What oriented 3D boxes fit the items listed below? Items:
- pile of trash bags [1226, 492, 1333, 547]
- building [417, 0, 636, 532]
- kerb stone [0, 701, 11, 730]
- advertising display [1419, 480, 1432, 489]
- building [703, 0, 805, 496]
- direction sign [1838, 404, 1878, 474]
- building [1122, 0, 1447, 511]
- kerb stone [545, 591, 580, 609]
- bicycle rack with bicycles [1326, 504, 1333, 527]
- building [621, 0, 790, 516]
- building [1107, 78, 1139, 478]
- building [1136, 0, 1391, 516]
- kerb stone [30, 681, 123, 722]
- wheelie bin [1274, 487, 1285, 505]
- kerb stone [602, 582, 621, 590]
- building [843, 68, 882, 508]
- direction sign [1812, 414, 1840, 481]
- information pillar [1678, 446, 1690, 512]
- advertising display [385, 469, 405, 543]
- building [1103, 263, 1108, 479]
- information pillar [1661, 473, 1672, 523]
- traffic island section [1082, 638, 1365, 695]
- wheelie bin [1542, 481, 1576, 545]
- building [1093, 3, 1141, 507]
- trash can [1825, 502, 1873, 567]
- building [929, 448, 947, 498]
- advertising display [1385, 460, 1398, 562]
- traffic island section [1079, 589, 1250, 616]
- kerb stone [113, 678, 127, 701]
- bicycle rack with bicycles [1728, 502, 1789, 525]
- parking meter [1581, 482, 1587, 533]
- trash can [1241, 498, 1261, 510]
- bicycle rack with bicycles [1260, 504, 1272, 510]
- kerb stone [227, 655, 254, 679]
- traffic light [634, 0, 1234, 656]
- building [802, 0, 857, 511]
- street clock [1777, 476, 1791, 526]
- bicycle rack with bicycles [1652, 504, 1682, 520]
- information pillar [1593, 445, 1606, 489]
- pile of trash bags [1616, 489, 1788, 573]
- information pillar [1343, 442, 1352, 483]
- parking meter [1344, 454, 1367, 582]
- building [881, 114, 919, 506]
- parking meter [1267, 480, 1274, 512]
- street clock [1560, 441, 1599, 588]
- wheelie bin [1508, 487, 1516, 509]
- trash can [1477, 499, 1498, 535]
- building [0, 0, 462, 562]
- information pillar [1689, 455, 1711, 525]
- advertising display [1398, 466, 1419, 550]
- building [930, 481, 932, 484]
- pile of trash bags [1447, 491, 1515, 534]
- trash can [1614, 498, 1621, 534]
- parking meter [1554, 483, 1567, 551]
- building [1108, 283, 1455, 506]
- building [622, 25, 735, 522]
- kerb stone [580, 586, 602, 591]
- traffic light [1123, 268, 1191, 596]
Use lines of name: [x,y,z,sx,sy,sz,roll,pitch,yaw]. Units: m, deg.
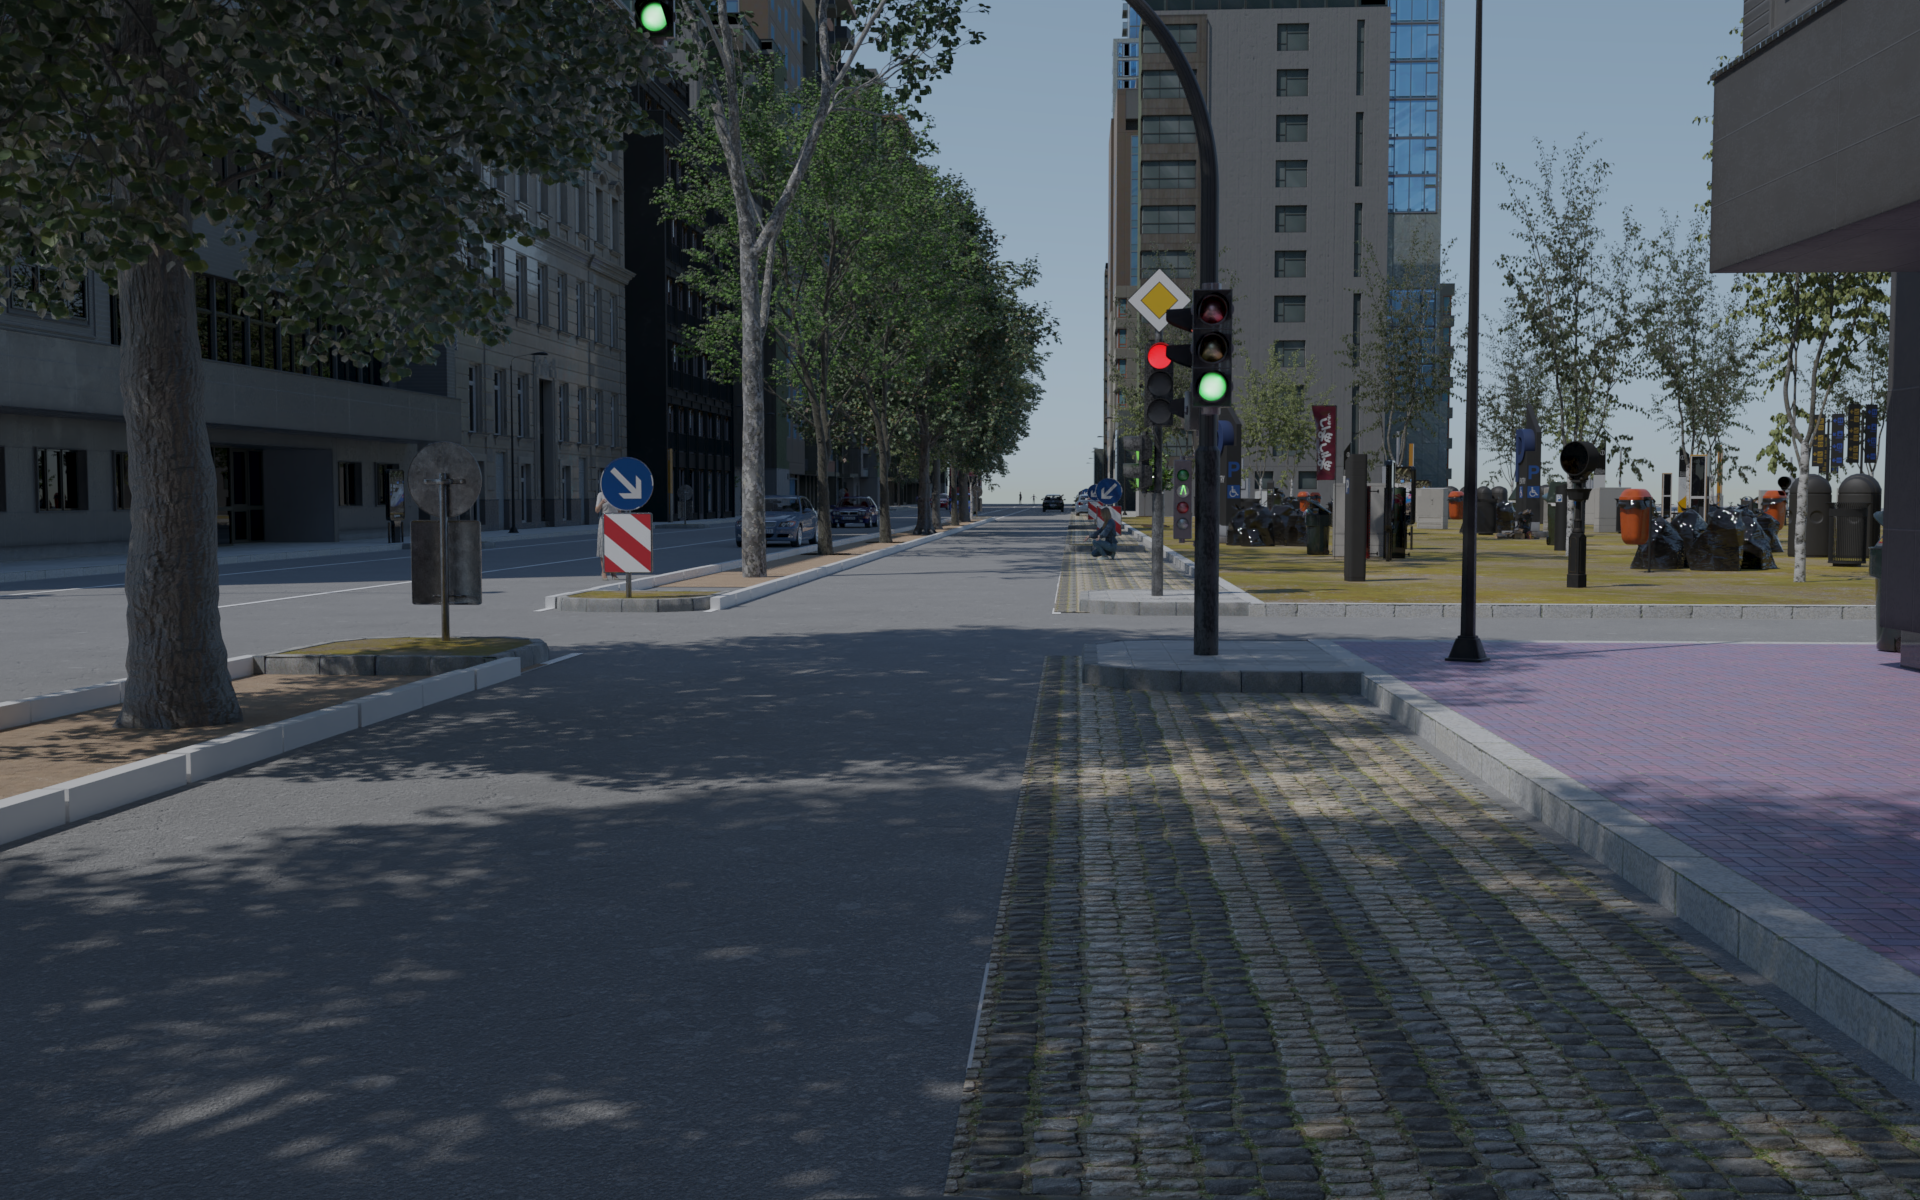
pile of trash bags: [8.382,-2.028,42.906,3.447,1.369,1.912,0,4,-1]
building: [-21.387,-16.424,65.793,12.463,27.353,25.104,0,4,4]
kerb stone: [-5.865,0.730,10.255,0.120,0.150,1.000,0,4,4]
advertising display: [21.224,-4.534,79.350,0.123,1.923,0.974,-2,4,-26]
building: [-18.725,-28.683,119.086,14.600,45.320,14.200,0,4,4]
direction sign: [22.721,-3.160,43.668,0.876,3.537,0.379,-1,4,-16]
building: [22.991,-49.699,125.249,22.319,86.520,31.000,0,4,4]
kerb stone: [-5.088,0.004,22.134,0.120,0.150,1.000,0,4,4]
bicycle rack with bicycles: [14.020,-3.084,63.805,2.852,0.926,2.925,-2,4,-29]
building: [-18.544,-20.408,105.369,14.160,30.474,14.107,0,4,4]
building: [23.660,-32.872,187.560,14.600,45.320,14.200,0,4,4]
building: [17.707,-20.370,104.747,14.160,30.474,14.107,0,4,4]
kerb stone: [-5.803,0.673,11.276,0.120,0.150,1.000,0,4,4]
wheelie bin: [14.064,-4.226,77.005,0.693,1.594,0.980,2,4,26]
kerb stone: [-4.956,-0.121,24.174,0.120,0.150,1.000,0,4,4]
building: [-14.947,-29.265,162.069,14.154,41.232,14.086,0,4,4]
direction sign: [24.532,-3.487,49.004,0.379,3.537,0.876,-3,4,-38]
information pillar: [35.269,-5.694,84.448,0.504,3.616,0.183,0,4,4]
advertising display: [-14.813,-2.460,45.433,0.123,1.923,0.974,0,4,5]
building: [24.956,-27.199,216.410,14.160,30.474,14.107,0,4,4]
information pillar: [24.567,-3.409,60.233,0.304,2.012,0.304,1,4,15]
traffic island section: [1.982,0.515,13.868,2.009,0.180,2.903,0,4,4]
wheelie bin: [15.028,-2.162,43.259,0.980,1.594,0.693,2,4,34]
building: [29.858,-56.576,237.695,22.319,86.520,31.000,0,4,4]
trash can: [15.690,-1.159,30.610,0.748,1.137,0.748,0,3,0]
building: [-9.327,-29.106,247.581,14.160,30.474,14.107,0,4,4]
advertising display: [8.270,-1.718,33.311,0.123,1.923,0.974,1,4,17]
traffic island section: [2.508,0.027,21.836,2.009,0.180,2.903,0,4,4]
kerb stone: [-5.740,0.605,12.296,0.120,0.150,1.000,0,4,4]
bicycle rack with bicycles: [34.205,-3.588,72.052,2.852,0.926,2.925,-1,4,-15]
parking meter: [19.354,-2.963,54.153,0.399,1.863,0.255,3,5,42]
trash can: [9.350,-2.701,55.807,0.748,1.137,0.748,0,3,0]
bicycle rack with bicycles: [10.807,-3.055,63.324,2.925,0.926,2.852,1,4,22]
kerb stone: [-5.659,0.543,13.315,0.120,0.150,1.000,0,4,4]
traffic light: [-0.151,-2.391,13.753,4.771,5.953,1.251,0,4,4]
building: [-20.248,-29.737,140.828,22.147,44.769,28.867,0,4,4]
street clock: [33.408,-4.015,70.223,0.471,2.002,0.358,3,5,42]
bicycle rack with bicycles: [25.081,-2.998,62.398,2.852,0.926,2.925,-1,4,-15]
information pillar: [27.597,-5.097,74.694,0.504,3.616,0.183,0,4,7]
pile of trash bags: [12.229,-1.196,29.301,3.447,1.369,1.912,-3,4,-38]
information pillar: [17.572,-5.331,78.519,0.183,3.616,0.504,-2,4,-26]
parking meter: [5.818,-1.209,25.473,0.255,1.863,0.399,0,4,0]
building: [-16.459,-33.155,196.708,22.147,44.769,28.867,0,4,4]
parking meter: [13.152,-4.139,73.379,0.255,1.863,0.399,1,4,18]
street clock: [8.454,-1.169,23.688,0.358,2.002,0.471,-2,4,-34]
wheelie bin: [19.429,-3.185,59.976,0.693,1.594,0.980,-1,4,-16]
trash can: [16.469,-2.603,54.214,0.748,1.137,0.748,0,3,0]
building: [-22.941,-13.363,37.544,14.314,24.678,30.058,0,4,4]
information pillar: [13.799,-1.703,32.338,0.304,2.012,0.304,2,4,34]
advertising display: [10.239,-2.139,40.186,0.123,1.923,0.974,-1,4,-20]
building: [-14.659,-34.937,225.843,22.147,44.769,28.867,0,4,4]
pile of trash bags: [17.245,-2.886,56.933,3.447,1.369,1.912,-3,4,-36]
trash can: [21.629,-2.727,56.242,0.748,1.137,0.748,0,3,0]
parking meter: [13.667,-1.885,39.229,0.372,1.533,0.369,0,3,0]
building: [27.649,-19.106,157.415,27.650,21.520,28.899,0,4,4]
building: [-18.968,-15.718,86.671,12.332,23.373,15.834,0,4,4]
kerb stone: [-5.011,-0.053,23.154,0.120,0.150,1.000,0,4,4]
traffic light: [2.469,-2.006,21.724,0.839,4.253,0.868,0,4,4]
